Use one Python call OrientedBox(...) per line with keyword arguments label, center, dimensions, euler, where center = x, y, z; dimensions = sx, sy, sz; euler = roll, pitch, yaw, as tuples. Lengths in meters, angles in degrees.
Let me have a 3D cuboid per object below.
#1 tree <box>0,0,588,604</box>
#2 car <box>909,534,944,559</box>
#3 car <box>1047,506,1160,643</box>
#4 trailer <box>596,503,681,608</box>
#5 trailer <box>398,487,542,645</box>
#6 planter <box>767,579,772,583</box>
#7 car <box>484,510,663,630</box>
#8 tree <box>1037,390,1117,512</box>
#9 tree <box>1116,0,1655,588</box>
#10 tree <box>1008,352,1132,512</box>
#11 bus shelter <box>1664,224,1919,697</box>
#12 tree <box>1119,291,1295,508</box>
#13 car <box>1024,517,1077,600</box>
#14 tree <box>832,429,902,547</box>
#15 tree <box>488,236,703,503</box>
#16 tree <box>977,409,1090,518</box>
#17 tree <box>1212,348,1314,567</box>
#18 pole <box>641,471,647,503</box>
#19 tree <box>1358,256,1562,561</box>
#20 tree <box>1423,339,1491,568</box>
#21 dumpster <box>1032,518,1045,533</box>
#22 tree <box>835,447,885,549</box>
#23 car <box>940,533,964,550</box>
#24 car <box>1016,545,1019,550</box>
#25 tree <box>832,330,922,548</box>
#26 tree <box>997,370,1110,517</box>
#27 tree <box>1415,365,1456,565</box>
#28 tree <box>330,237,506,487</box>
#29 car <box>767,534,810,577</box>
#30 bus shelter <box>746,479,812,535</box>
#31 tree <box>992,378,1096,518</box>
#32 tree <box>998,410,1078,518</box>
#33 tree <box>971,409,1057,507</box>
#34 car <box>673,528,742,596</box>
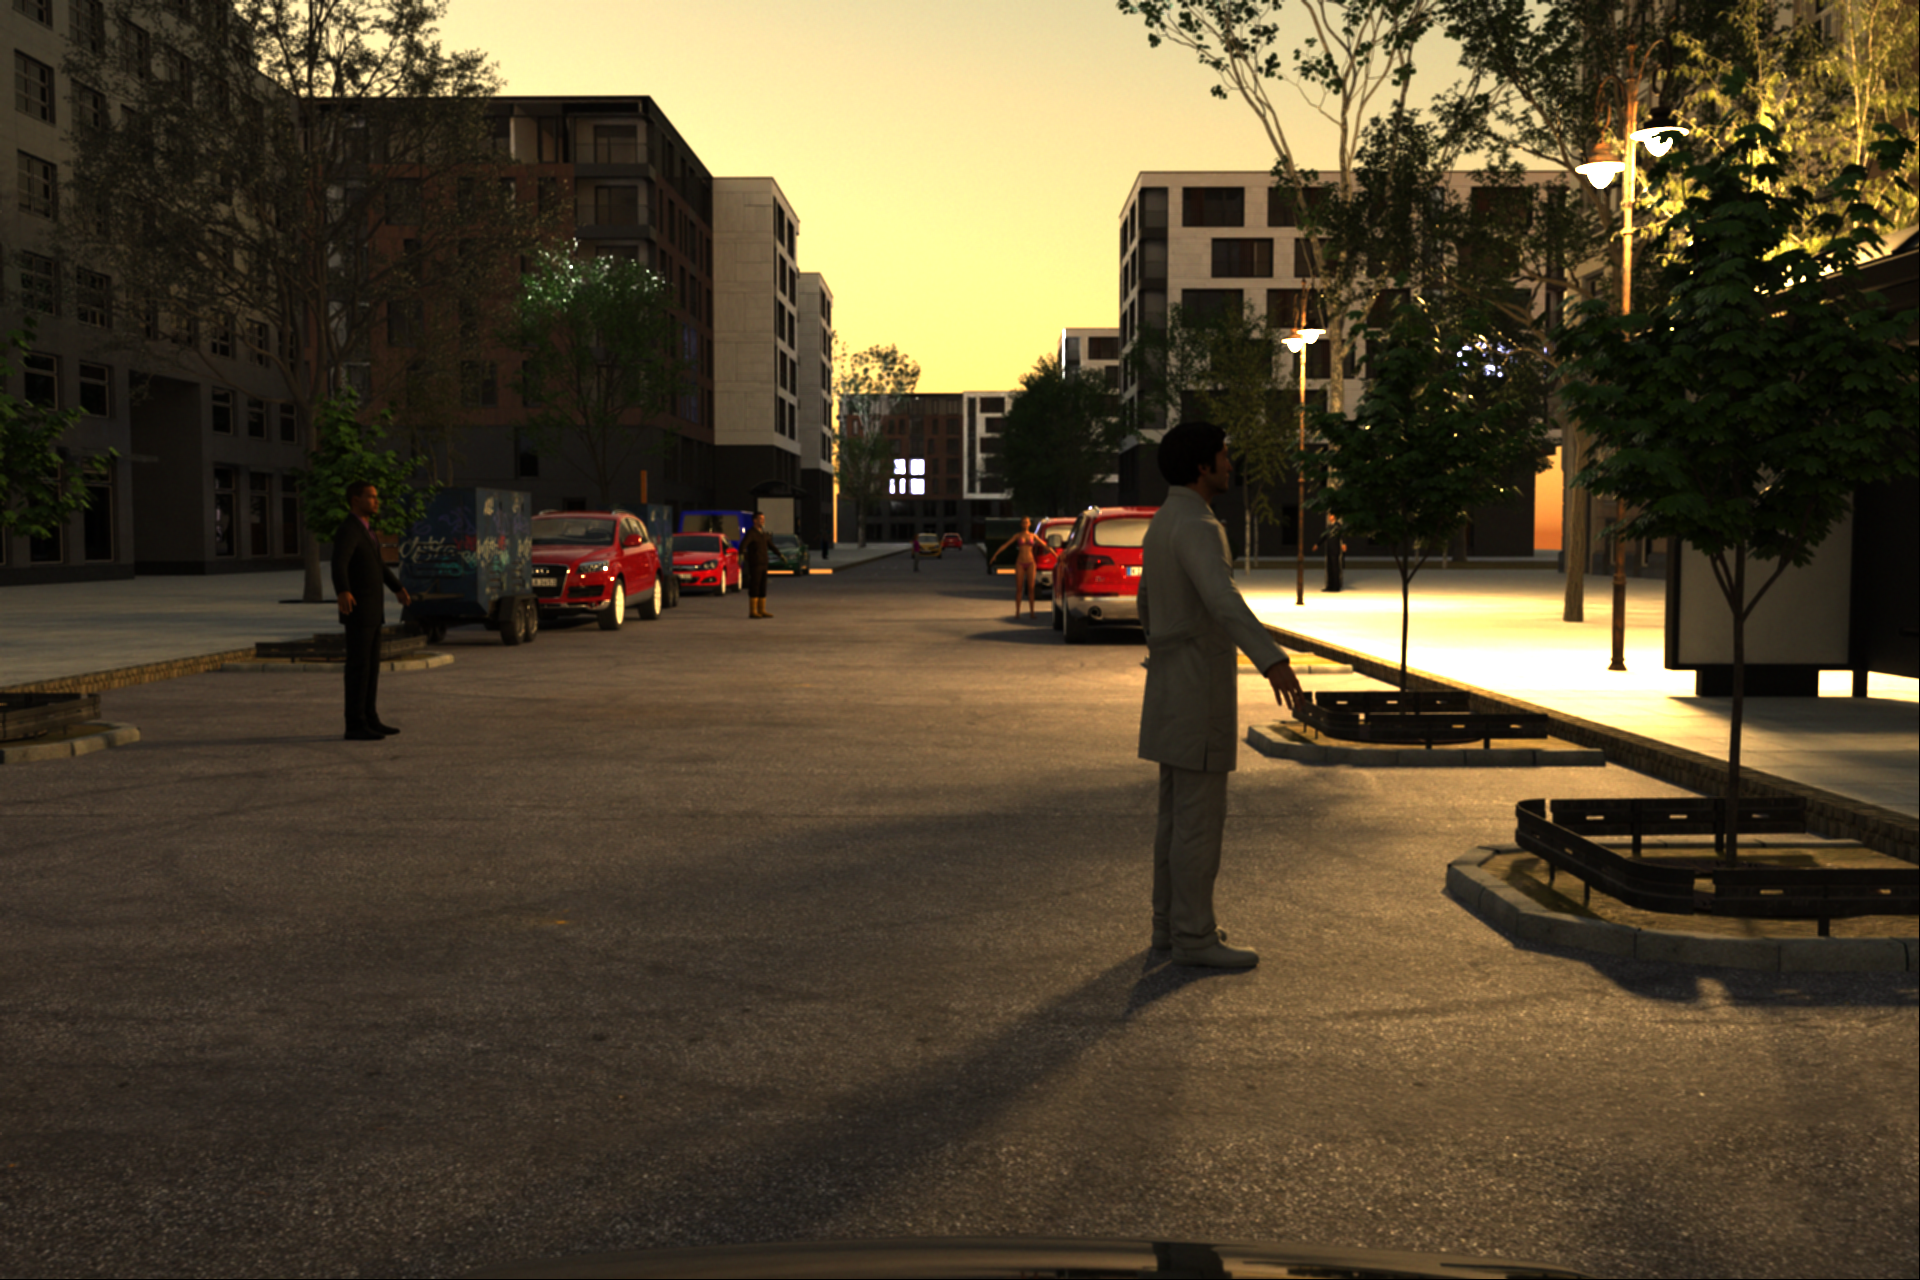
OrientedBox(label="tree", center=(-12.027, -7.441, 32.035), dimensions=(12.009, 13.543, 11.850), euler=(0, 3, 0))
OrientedBox(label="car", center=(-1.936, -5.569, 101.277), dimensions=(2.015, 1.641, 3.980), euler=(0, 4, 0))
OrientedBox(label="car", center=(2.384, -0.953, 24.262), dimensions=(2.281, 1.827, 5.304), euler=(0, 4, 0))
OrientedBox(label="trailer", center=(-6.280, -1.585, 32.969), dimensions=(1.471, 1.999, 3.904), euler=(0, 4, 0))
OrientedBox(label="trailer", center=(-6.360, -0.905, 21.844), dimensions=(1.471, 1.999, 3.904), euler=(0, 4, 0))
OrientedBox(label="planter", center=(-6.562, -1.819, 50.888), dimensions=(1.991, 0.319, 1.994), euler=(0, 4, 0))
OrientedBox(label="car", center=(-6.058, -1.149, 27.467), dimensions=(2.281, 1.827, 5.304), euler=(0, 4, 0))
OrientedBox(label="tree", center=(5.677, -8.527, 89.775), dimensions=(4.360, 8.622, 3.978), euler=(0, 3, 0))
OrientedBox(label="tree", center=(10.231, -11.262, 40.023), dimensions=(12.611, 20.169, 13.585), euler=(0, 3, 0))
OrientedBox(label="tree", center=(6.326, -10.650, 99.890), dimensions=(9.928, 11.665, 9.643), euler=(0, 3, 0))
OrientedBox(label="bus shelter", center=(6.365, -1.051, 11.115), dimensions=(2.014, 3.302, 5.546), euler=(0, 4, 0))
OrientedBox(label="tree", center=(10.747, -9.168, 75.655), dimensions=(9.928, 11.665, 9.643), euler=(0, 3, 0))
OrientedBox(label="car", center=(2.494, -1.858, 39.049), dimensions=(2.281, 1.827, 5.304), euler=(0, 4, 1))
OrientedBox(label="tree", center=(-9.250, -14.918, 169.672), dimensions=(9.928, 11.665, 9.643), euler=(0, 3, 0))
OrientedBox(label="tree", center=(-12.626, -8.278, 61.093), dimensions=(9.928, 11.665, 9.643), euler=(0, 3, 0))
OrientedBox(label="tree", center=(6.272, -14.554, 148.322), dimensions=(12.009, 13.543, 11.850), euler=(0, 3, 0))
OrientedBox(label="tree", center=(11.476, -7.190, 67.915), dimensions=(4.360, 8.622, 3.978), euler=(0, 3, 0))
OrientedBox(label="pole", center=(-10.148, -3.782, 55.676), dimensions=(0.158, 3.312, 0.155), euler=(0, 3, 0))
OrientedBox(label="tree", center=(23.591, -10.679, 81.259), dimensions=(9.857, 13.997, 8.962), euler=(0, 3, 0))
OrientedBox(label="tree", center=(18.332, -7.024, 65.207), dimensions=(4.360, 8.622, 3.978), euler=(0, 3, 0))
OrientedBox(label="dumpster", center=(2.789, -2.253, 45.048), dimensions=(1.865, 1.857, 1.264), euler=(0, 4, -1))
OrientedBox(label="tree", center=(-8.861, -12.038, 147.189), dimensions=(4.360, 8.622, 3.978), euler=(0, 3, 0))
OrientedBox(label="car", center=(-0.723, -8.814, 153.148), dimensions=(2.155, 1.783, 4.494), euler=(0, 4, 1))
OrientedBox(label="car", center=(2.914, -2.711, 56.129), dimensions=(2.131, 1.459, 4.920), euler=(0, 4, -1))
OrientedBox(label="tree", center=(-10.216, -18.522, 158.721), dimensions=(12.611, 20.169, 13.585), euler=(0, 3, 0))
OrientedBox(label="tree", center=(5.987, -11.290, 110.343), dimensions=(9.928, 11.665, 9.643), euler=(0, 3, 0))
OrientedBox(label="tree", center=(19.176, -7.438, 71.980), dimensions=(4.360, 8.622, 3.978), euler=(0, 3, 0))
OrientedBox(label="tree", center=(-12.766, -5.672, 43.092), dimensions=(4.360, 8.622, 3.978), euler=(0, 3, 0))
OrientedBox(label="car", center=(-6.255, -2.944, 59.926), dimensions=(2.131, 1.459, 4.920), euler=(0, 4, 0))
OrientedBox(label="bus shelter", center=(-6.902, -4.454, 66.754), dimensions=(2.014, 3.302, 5.546), euler=(0, 4, 0))
OrientedBox(label="tree", center=(5.994, -12.538, 123.119), dimensions=(7.486, 12.596, 7.792), euler=(0, 3, 0))
OrientedBox(label="tree", center=(6.749, -13.333, 136.115), dimensions=(7.486, 12.596, 7.792), euler=(0, 3, 0))
OrientedBox(label="tree", center=(6.178, -15.483, 163.517), dimensions=(12.009, 13.543, 11.850), euler=(0, 3, 0))
OrientedBox(label="car", center=(-6.309, -1.969, 41.226), dimensions=(2.155, 1.783, 4.494), euler=(0, 4, 1))
